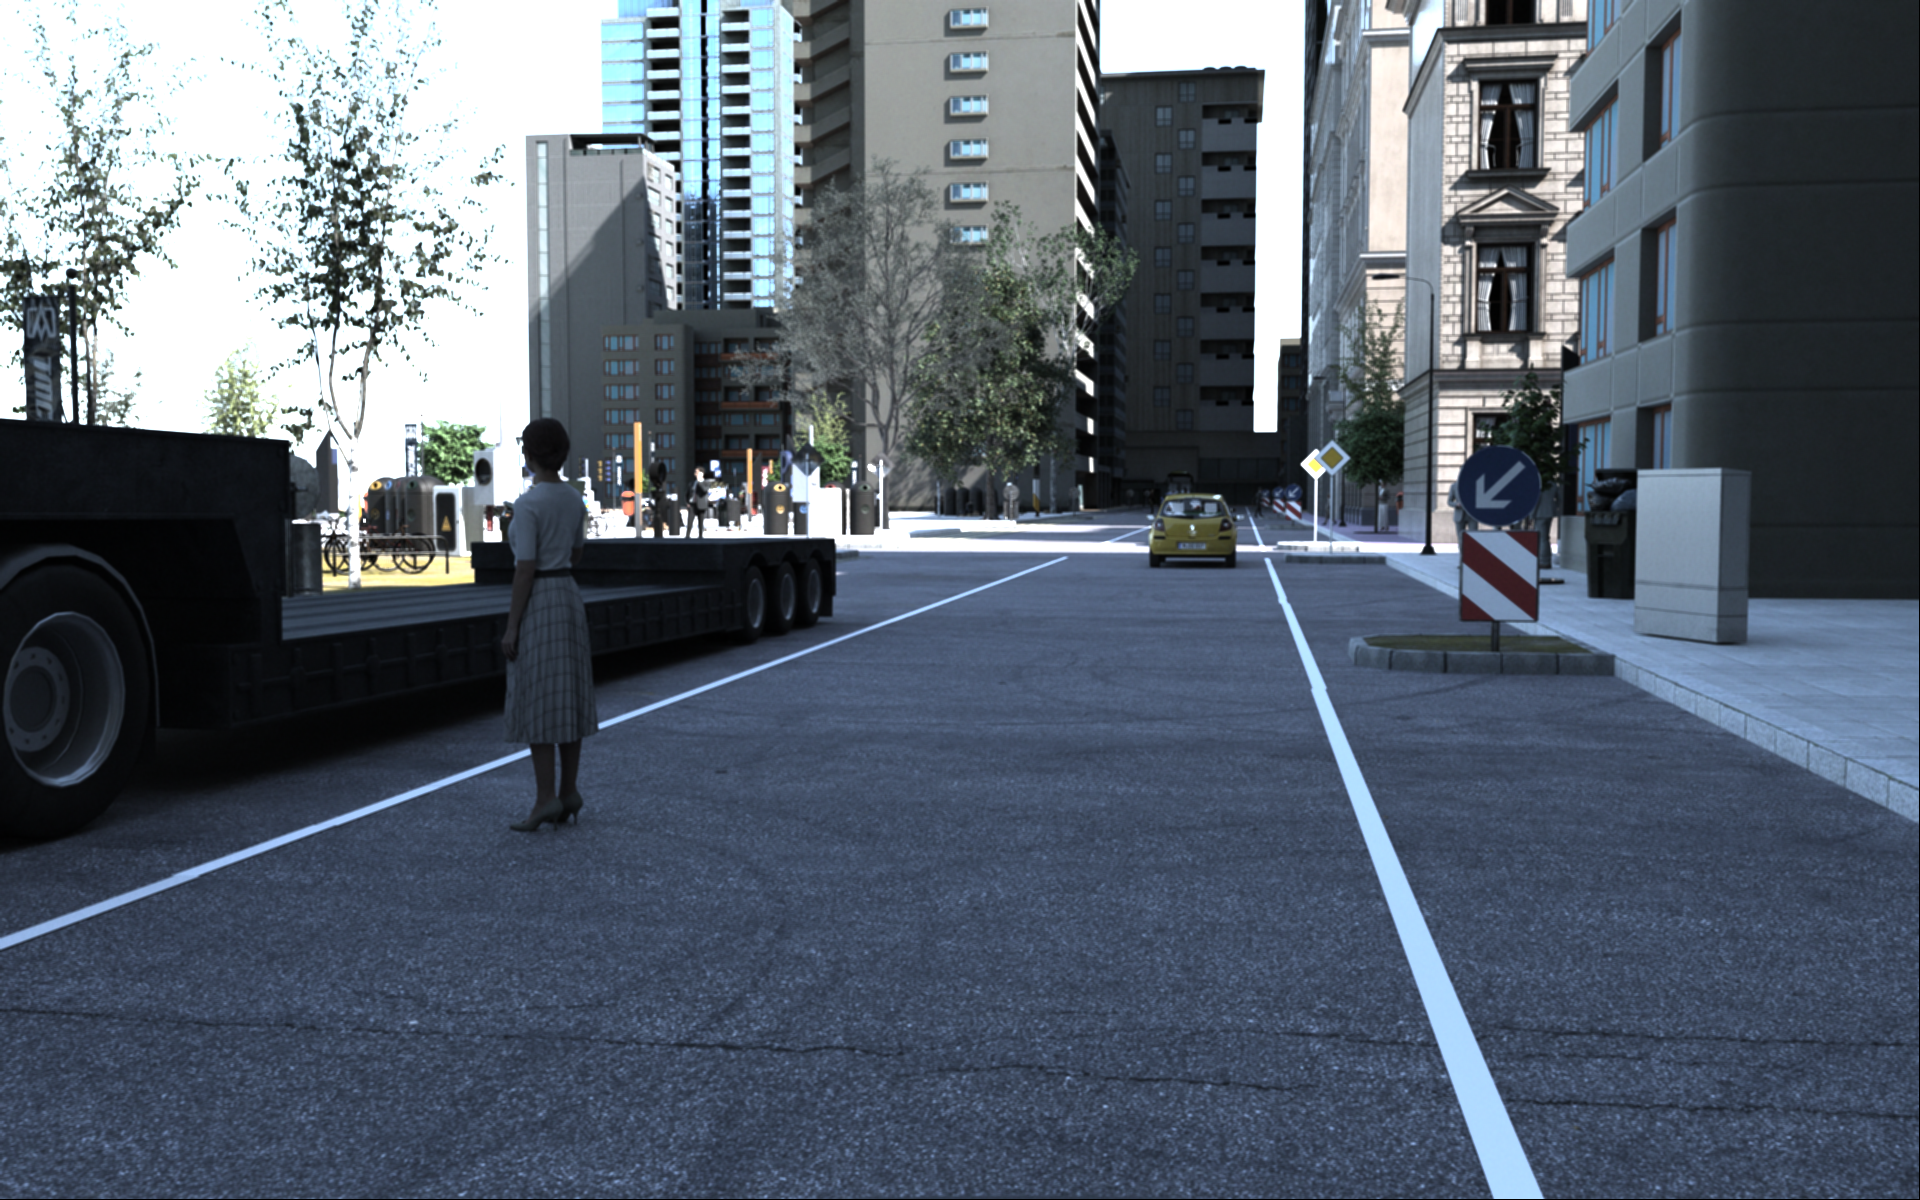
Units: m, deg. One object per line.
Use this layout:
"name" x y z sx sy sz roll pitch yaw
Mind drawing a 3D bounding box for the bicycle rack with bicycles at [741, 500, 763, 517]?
"bicycle rack with bicycles" -12.053 -5.120 97.088 2.925 0.926 2.852 -3 4 -38

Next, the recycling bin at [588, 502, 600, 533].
"recycling bin" -12.290 -2.726 57.117 0.722 1.027 0.722 -1 4 -19

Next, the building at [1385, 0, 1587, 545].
"building" 21.797 -11.160 47.093 19.286 19.102 10.561 1 4 9

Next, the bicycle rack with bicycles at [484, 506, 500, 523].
"bicycle rack with bicycles" -21.886 -3.882 76.852 2.925 0.926 2.852 -2 4 -31

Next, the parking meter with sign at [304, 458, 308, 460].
"parking meter with sign" -32.763 -5.399 84.536 1.738 3.016 0.543 0 4 -1

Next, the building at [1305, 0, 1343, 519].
"building" 26.750 -19.880 102.531 11.434 29.767 29.804 1 4 9

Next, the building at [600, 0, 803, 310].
"building" -32.515 -55.582 221.434 31.000 86.520 22.319 1 4 9

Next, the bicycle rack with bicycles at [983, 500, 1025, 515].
"bicycle rack with bicycles" 2.607 -5.582 104.646 2.925 0.926 2.852 0 4 -5

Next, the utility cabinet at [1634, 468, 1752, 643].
"utility cabinet" 6.441 -0.402 15.249 0.318 1.500 1.173 -1 4 -13

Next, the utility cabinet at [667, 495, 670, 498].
"utility cabinet" -19.958 -6.430 116.295 1.020 1.237 0.306 1 4 19

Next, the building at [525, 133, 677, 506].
"building" -40.391 -31.507 198.740 14.086 41.232 14.154 1 4 9

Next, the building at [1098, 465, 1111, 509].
"building" 2.882 -43.708 152.873 20.563 71.187 20.611 1 4 9

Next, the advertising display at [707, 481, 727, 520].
"advertising display" -12.148 -4.977 86.581 0.974 1.923 0.123 -1 4 -19

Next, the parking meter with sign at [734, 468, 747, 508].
"parking meter with sign" -14.260 -7.353 116.477 1.738 3.016 0.543 -1 4 -12

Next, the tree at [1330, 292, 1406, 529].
"tree" 15.737 -6.928 63.634 4.737 8.622 4.395 0 3 0

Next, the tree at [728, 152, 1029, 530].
"tree" -2.625 -9.263 61.815 12.009 13.543 11.850 0 3 0

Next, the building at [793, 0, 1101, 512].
"building" -0.781 -31.132 132.717 21.300 48.544 21.600 1 4 9

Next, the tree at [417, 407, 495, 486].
"tree" -19.154 -5.008 65.597 4.285 4.588 4.351 0 3 0

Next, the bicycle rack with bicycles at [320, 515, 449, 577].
"bicycle rack with bicycles" -9.662 -0.898 28.068 2.925 0.926 2.852 -2 4 -33

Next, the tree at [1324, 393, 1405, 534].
"tree" 13.548 -4.460 56.634 4.285 4.588 4.351 0 3 0

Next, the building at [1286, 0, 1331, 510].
"building" 37.152 -50.141 132.469 22.319 86.520 31.000 1 4 9

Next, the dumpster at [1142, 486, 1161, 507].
"dumpster" 20.511 -11.044 185.515 1.985 2.255 1.502 1 4 10

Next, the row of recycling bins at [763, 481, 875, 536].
"row of recycling bins" -4.390 -2.854 53.783 3.534 1.692 1.069 0 4 4

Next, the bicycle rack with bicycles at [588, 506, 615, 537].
"bicycle rack with bicycles" -11.679 -2.359 51.948 2.925 0.926 2.852 -2 4 -27

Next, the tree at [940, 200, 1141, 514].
"tree" 5.010 -15.695 112.494 12.611 20.169 13.585 0 3 0

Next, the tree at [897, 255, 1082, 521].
"tree" 1.377 -10.180 83.451 9.611 12.733 9.660 0 3 0

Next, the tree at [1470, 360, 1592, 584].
"tree" 8.338 -1.860 25.016 1.663 3.219 1.824 0 3 0

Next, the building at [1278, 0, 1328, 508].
"building" 44.038 -45.353 179.775 20.563 71.187 20.611 1 4 9

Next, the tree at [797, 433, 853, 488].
"tree" -7.346 -6.668 92.730 4.285 4.588 4.351 0 3 0

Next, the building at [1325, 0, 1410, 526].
"building" 23.922 -17.852 77.780 13.634 28.700 20.117 1 4 9

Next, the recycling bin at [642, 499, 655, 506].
"recycling bin" -17.473 -5.075 95.530 0.722 1.027 0.722 1 4 13

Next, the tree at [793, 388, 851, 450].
"tree" -9.227 -10.263 118.164 4.737 8.622 4.395 0 3 0

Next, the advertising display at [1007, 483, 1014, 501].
"advertising display" 2.878 -5.739 99.041 0.123 1.923 0.974 -1 4 -16

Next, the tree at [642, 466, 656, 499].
"tree" -22.045 -7.688 120.307 1.663 3.219 1.824 0 3 0

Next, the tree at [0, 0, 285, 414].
"tree" -12.674 -4.535 24.515 4.360 8.622 3.978 0 3 0

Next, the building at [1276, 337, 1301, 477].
"building" 53.774 -22.479 212.575 28.899 21.520 27.650 1 4 9

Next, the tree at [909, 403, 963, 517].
"tree" -0.968 -8.830 94.730 4.737 8.622 4.395 0 3 0

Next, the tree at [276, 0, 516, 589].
"tree" -8.212 -4.474 23.517 4.360 8.622 3.978 0 3 0

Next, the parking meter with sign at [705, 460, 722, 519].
"parking meter with sign" -12.931 -5.666 88.903 0.543 3.016 1.738 1 4 19

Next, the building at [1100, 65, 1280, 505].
"building" 25.848 -38.307 215.553 27.495 52.752 28.713 1 4 9

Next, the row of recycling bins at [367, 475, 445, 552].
"row of recycling bins" -12.495 -1.963 39.206 1.069 1.692 3.534 -3 4 -36

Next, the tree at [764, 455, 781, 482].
"tree" -8.637 -5.490 84.361 1.663 3.219 1.824 0 3 0

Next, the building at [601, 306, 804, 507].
"building" -20.281 -21.044 189.103 28.899 21.520 27.650 1 4 9

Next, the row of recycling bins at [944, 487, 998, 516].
"row of recycling bins" 0.614 -5.815 102.192 3.534 1.692 1.069 2 4 29

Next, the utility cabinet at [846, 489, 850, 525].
"utility cabinet" -4.801 -3.706 69.270 0.318 1.500 1.173 2 4 25

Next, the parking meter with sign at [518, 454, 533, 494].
"parking meter with sign" -18.666 -4.793 74.632 0.543 3.016 1.738 -1 4 -18

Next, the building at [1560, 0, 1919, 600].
"building" 21.816 -10.283 13.169 27.650 21.520 28.899 1 4 9

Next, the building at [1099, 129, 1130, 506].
"building" 5.444 -29.967 181.840 23.993 40.220 32.217 1 4 9
